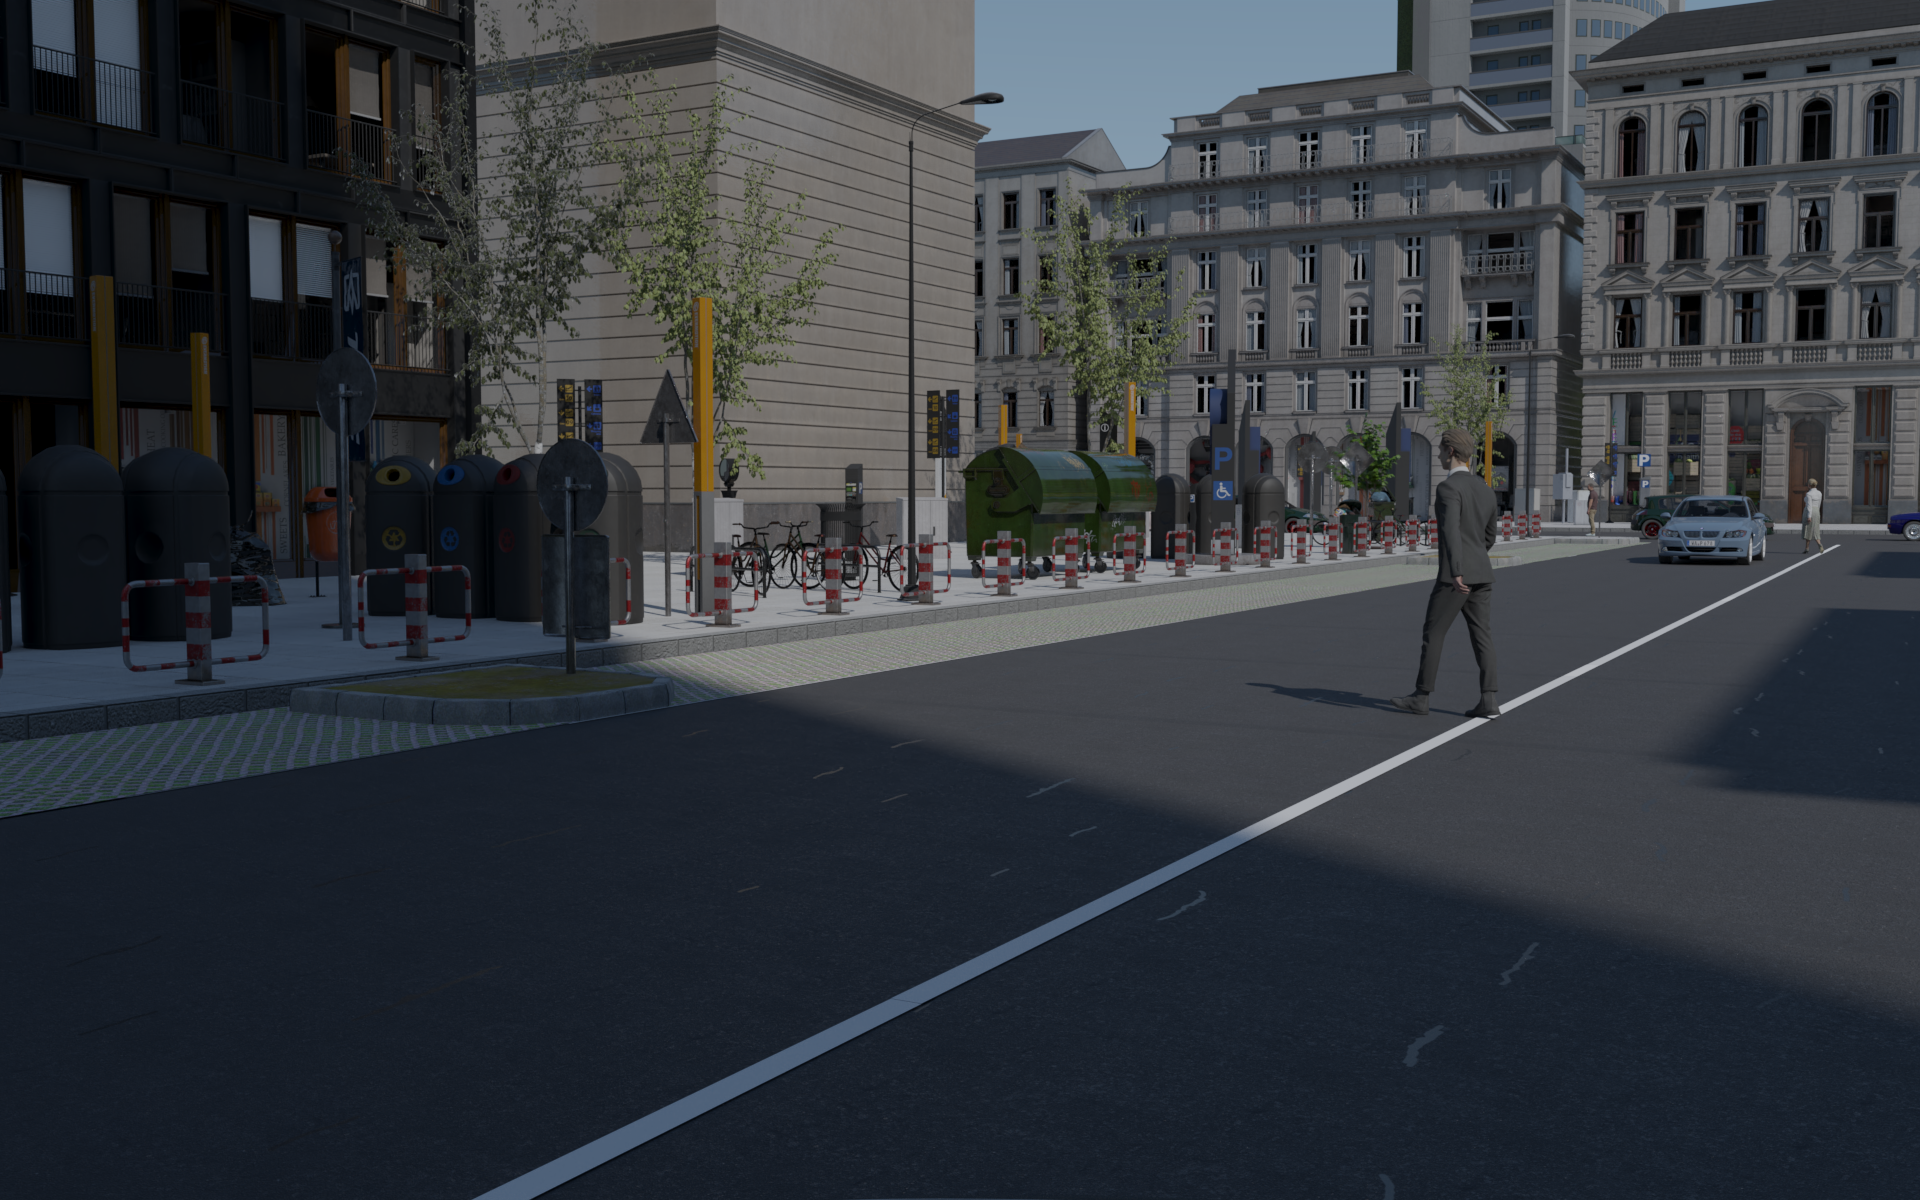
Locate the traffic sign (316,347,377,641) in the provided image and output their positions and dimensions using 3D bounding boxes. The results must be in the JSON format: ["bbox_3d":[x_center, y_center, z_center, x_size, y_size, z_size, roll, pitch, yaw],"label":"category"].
[{"bbox_3d":[-5.363,-0.916,15.089,0.768,2.556,0.104,2,4,31],"label":"traffic sign"}]

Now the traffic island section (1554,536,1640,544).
[{"bbox_3d":[18.667,-1.735,50.643,2.009,0.180,2.903,2,4,29],"label":"traffic island section"}]

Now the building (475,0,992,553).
[{"bbox_3d":[-12.850,-15.311,47.591,25.104,27.353,12.463,2,4,29],"label":"building"}]

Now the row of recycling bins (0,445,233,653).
[{"bbox_3d":[-7.812,-0.442,14.335,1.069,1.692,3.534,3,5,42],"label":"row of recycling bins"}]

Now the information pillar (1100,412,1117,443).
[{"bbox_3d":[3.968,-3.372,46.491,0.504,3.616,0.183,0,4,7],"label":"information pillar"}]

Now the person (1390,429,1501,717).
[{"bbox_3d":[3.157,-0.177,11.164,0.659,1.850,0.755,-3,4,-36],"label":"person"}]

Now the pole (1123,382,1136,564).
[{"bbox_3d":[3.099,-2.313,31.664,0.158,3.312,0.155,0,3,0],"label":"pole"}]

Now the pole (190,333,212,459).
[{"bbox_3d":[-9.632,-1.724,22.033,0.158,3.312,0.155,0,3,0],"label":"pole"}]

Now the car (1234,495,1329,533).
[{"bbox_3d":[10.406,-2.996,58.768,4.222,1.686,2.009,2,4,29],"label":"car"}]

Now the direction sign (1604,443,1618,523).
[{"bbox_3d":[28.793,-5.179,76.676,0.876,3.537,0.379,-2,4,-34],"label":"direction sign"}]

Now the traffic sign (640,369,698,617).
[{"bbox_3d":[-3.059,-1.106,18.084,0.884,2.594,0.081,3,4,39],"label":"traffic sign"}]

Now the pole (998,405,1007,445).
[{"bbox_3d":[0.980,-2.806,39.725,0.158,3.312,0.155,0,3,0],"label":"pole"}]

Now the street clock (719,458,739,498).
[{"bbox_3d":[-4.679,-1.869,35.131,0.358,2.002,0.471,-2,4,-35],"label":"street clock"}]

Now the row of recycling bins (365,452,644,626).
[{"bbox_3d":[-4.729,-0.659,17.891,3.534,1.692,1.069,2,4,28],"label":"row of recycling bins"}]

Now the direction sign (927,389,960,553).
[{"bbox_3d":[-0.367,-2.797,37.733,0.876,3.537,0.379,3,4,37],"label":"direction sign"}]

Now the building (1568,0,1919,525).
[{"bbox_3d":[38.500,-15.210,77.560,19.941,23.489,11.050,2,4,29],"label":"building"}]

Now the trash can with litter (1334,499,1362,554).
[{"bbox_3d":[8.347,-1.591,37.398,0.624,1.170,1.055,0,4,8],"label":"trash can with litter"}]

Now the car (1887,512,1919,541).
[{"bbox_3d":[30.396,-2.451,52.654,3.894,1.354,1.945,2,4,30],"label":"car"}]

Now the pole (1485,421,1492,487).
[{"bbox_3d":[14.829,-3.351,48.639,0.158,3.312,0.155,0,3,0],"label":"pole"}]

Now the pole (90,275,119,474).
[{"bbox_3d":[-8.039,-1.374,16.312,0.158,3.312,0.155,0,3,0],"label":"pole"}]

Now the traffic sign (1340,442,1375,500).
[{"bbox_3d":[8.759,-2.269,38.291,0.795,2.450,0.064,2,4,30],"label":"traffic sign"}]

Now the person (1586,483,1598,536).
[{"bbox_3d":[21.711,-3.117,59.595,0.598,1.807,0.434,-3,5,-42],"label":"person"}]

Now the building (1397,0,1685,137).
[{"bbox_3d":[54.656,-37.981,162.987,21.231,58.520,28.212,2,4,29],"label":"building"}]

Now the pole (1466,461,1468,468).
[{"bbox_3d":[22.678,-5.113,77.448,0.158,3.312,0.155,0,3,0],"label":"pole"}]

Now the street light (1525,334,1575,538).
[{"bbox_3d":[17.202,-4.781,50.706,1.470,5.913,1.316,2,4,29],"label":"street light"}]

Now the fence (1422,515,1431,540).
[{"bbox_3d":[13.145,-1.982,47.773,0.278,0.683,2.069,0,4,1],"label":"fence"}]

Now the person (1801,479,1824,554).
[{"bbox_3d":[20.422,-1.999,41.417,0.478,1.798,0.641,-1,4,-9],"label":"person"}]

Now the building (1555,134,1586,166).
[{"bbox_3d":[48.138,-22.725,143.256,14.160,30.474,14.107,2,4,29],"label":"building"}]

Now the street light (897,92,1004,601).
[{"bbox_3d":[-0.113,-2.929,20.436,1.470,5.913,1.316,2,4,29],"label":"street light"}]

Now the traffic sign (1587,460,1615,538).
[{"bbox_3d":[18.691,-2.870,50.569,0.795,2.450,0.064,2,4,29],"label":"traffic sign"}]

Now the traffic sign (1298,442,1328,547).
[{"bbox_3d":[8.539,-2.565,42.037,0.768,2.556,0.104,2,4,30],"label":"traffic sign"}]

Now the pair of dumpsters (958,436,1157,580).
[{"bbox_3d":[1.611,-1.548,27.803,1.574,2.255,4.437,2,4,30],"label":"pair of dumpsters"}]

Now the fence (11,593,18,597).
[{"bbox_3d":[-11.915,-0.578,20.655,0.480,1.192,2.264,-1,4,-11],"label":"fence"}]

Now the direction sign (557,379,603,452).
[{"bbox_3d":[-7.483,-2.579,34.170,0.876,3.537,0.379,-1,4,-16],"label":"direction sign"}]

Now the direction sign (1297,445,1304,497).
[{"bbox_3d":[15.923,-5.387,80.074,0.876,3.537,0.379,-2,4,-28],"label":"direction sign"}]

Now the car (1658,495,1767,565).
[{"bbox_3d":[15.938,-1.503,36.584,2.014,1.417,4.499,2,4,30],"label":"car"}]

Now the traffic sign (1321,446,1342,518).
[{"bbox_3d":[9.836,-2.804,45.944,0.768,2.556,0.104,2,4,32],"label":"traffic sign"}]

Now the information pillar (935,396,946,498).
[{"bbox_3d":[-0.447,-2.953,39.644,0.183,3.616,0.504,1,4,20],"label":"information pillar"}]

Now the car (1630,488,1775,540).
[{"bbox_3d":[23.408,-2.742,54.622,4.222,1.686,2.009,2,4,28],"label":"car"}]

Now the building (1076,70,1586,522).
[{"bbox_3d":[19.624,-15.113,88.898,24.055,21.916,13.314,2,4,29],"label":"building"}]

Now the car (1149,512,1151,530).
[{"bbox_3d":[7.022,-3.106,63.146,4.827,1.381,2.083,2,4,31],"label":"car"}]

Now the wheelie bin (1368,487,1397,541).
[{"bbox_3d":[11.512,-2.410,47.310,0.693,1.594,0.980,0,4,0],"label":"wheelie bin"}]

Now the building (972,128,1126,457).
[{"bbox_3d":[0.189,-15.233,98.210,18.267,20.994,9.793,2,4,29],"label":"building"}]

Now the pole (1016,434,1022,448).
[{"bbox_3d":[2.003,-3.970,58.757,0.158,3.312,0.155,0,3,0],"label":"pole"}]

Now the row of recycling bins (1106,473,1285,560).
[{"bbox_3d":[4.664,-1.670,34.418,3.534,1.692,1.069,1,4,11],"label":"row of recycling bins"}]

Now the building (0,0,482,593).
[{"bbox_3d":[-17.337,-11.940,24.895,12.332,23.373,15.834,2,4,29],"label":"building"}]

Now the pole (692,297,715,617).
[{"bbox_3d":[-2.681,-1.484,18.109,0.158,3.312,0.155,0,3,0],"label":"pole"}]
